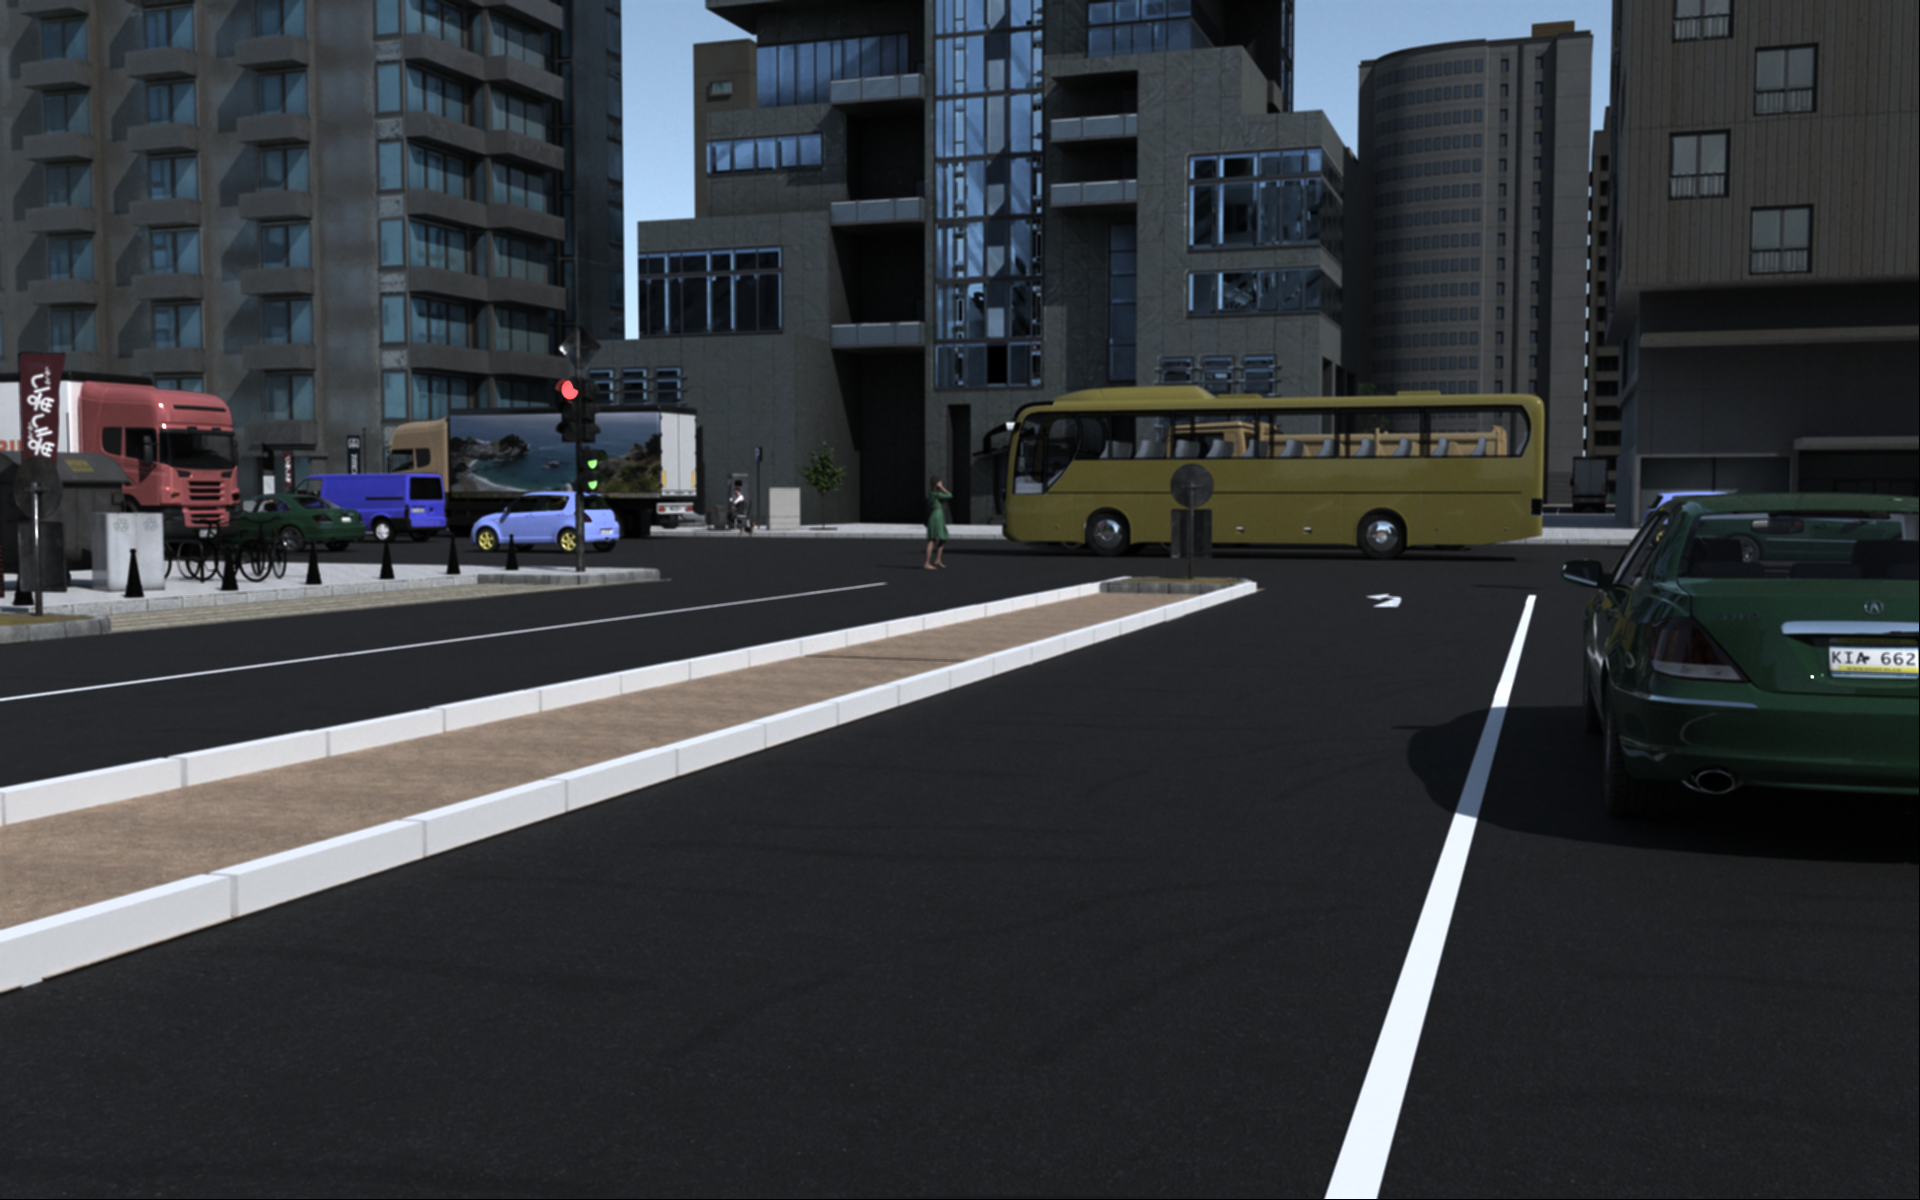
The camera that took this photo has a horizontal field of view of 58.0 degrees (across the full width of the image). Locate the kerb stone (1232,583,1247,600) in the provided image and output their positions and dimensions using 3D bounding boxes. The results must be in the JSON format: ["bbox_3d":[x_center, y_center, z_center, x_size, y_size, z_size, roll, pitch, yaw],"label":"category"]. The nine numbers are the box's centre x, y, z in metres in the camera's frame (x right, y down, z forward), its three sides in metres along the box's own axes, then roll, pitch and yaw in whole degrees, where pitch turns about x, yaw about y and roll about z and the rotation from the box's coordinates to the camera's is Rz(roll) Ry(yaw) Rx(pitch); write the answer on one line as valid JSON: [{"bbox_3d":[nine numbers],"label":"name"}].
[{"bbox_3d":[3.763,-0.099,23.814,0.120,0.150,1.000,1,4,19],"label":"kerb stone"}]

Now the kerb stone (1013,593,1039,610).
[{"bbox_3d":[0.748,0.040,21.548,0.120,0.150,1.000,1,4,19],"label":"kerb stone"}]

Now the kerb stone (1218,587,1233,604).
[{"bbox_3d":[3.421,-0.039,22.841,0.120,0.150,1.000,1,4,19],"label":"kerb stone"}]

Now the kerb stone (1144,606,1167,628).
[{"bbox_3d":[2.070,0.201,18.951,0.120,0.150,1.000,1,4,19],"label":"kerb stone"}]

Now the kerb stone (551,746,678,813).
[{"bbox_3d":[-1.653,0.852,8.268,0.120,0.150,1.000,1,4,19],"label":"kerb stone"}]

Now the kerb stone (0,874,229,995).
[{"bbox_3d":[-2.669,1.030,5.359,0.120,0.150,1.000,1,4,19],"label":"kerb stone"}]

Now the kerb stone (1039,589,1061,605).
[{"bbox_3d":[1.086,-0.020,22.516,0.120,0.150,1.000,1,4,19],"label":"kerb stone"}]

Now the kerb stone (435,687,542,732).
[{"bbox_3d":[-2.971,0.693,10.861,0.120,0.150,1.000,1,4,19],"label":"kerb stone"}]

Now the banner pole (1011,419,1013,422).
[{"bbox_3d":[1.930,-4.127,57.497,0.863,3.779,0.401,3,5,40],"label":"banner pole"}]

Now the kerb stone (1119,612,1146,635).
[{"bbox_3d":[1.733,0.260,17.972,0.120,0.150,1.000,1,4,19],"label":"kerb stone"}]

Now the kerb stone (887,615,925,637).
[{"bbox_3d":[-0.609,0.278,17.656,0.120,0.150,1.000,1,4,19],"label":"kerb stone"}]

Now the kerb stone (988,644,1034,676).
[{"bbox_3d":[0.376,0.496,14.091,0.120,0.150,1.000,1,4,19],"label":"kerb stone"}]

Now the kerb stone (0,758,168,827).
[{"bbox_3d":[-3.995,0.872,7.936,0.120,0.150,1.000,1,4,19],"label":"kerb stone"}]

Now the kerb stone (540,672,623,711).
[{"bbox_3d":[-2.629,0.634,11.828,0.120,0.150,1.000,1,4,19],"label":"kerb stone"}]

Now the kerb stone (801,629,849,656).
[{"bbox_3d":[-1.283,0.397,15.706,0.120,0.150,1.000,1,4,19],"label":"kerb stone"}]

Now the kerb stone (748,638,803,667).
[{"bbox_3d":[-1.622,0.456,14.738,0.120,0.150,1.000,1,4,19],"label":"kerb stone"}]

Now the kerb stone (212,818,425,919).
[{"bbox_3d":[-2.325,0.971,6.327,0.120,0.150,1.000,1,4,19],"label":"kerb stone"}]

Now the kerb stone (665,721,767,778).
[{"bbox_3d":[-1.314,0.796,9.239,0.120,0.150,1.000,1,4,19],"label":"kerb stone"}]

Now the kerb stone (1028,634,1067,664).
[{"bbox_3d":[0.716,0.437,15.059,0.120,0.150,1.000,1,4,19],"label":"kerb stone"}]

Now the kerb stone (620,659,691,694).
[{"bbox_3d":[-2.295,0.575,12.798,0.120,0.150,1.000,1,4,19],"label":"kerb stone"}]

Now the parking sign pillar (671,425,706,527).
[{"bbox_3d":[-10.740,-4.876,68.202,1.447,3.967,1.447,0,4,6],"label":"parking sign pillar"}]

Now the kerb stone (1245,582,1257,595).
[{"bbox_3d":[4.102,-0.157,24.789,0.120,0.150,1.000,1,4,19],"label":"kerb stone"}]

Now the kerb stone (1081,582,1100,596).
[{"bbox_3d":[1.764,-0.139,24.470,0.120,0.150,1.000,1,4,19],"label":"kerb stone"}]

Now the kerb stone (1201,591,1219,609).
[{"bbox_3d":[3.090,0.021,21.868,0.120,0.150,1.000,1,4,19],"label":"kerb stone"}]

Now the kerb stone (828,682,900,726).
[{"bbox_3d":[-0.640,0.676,11.177,0.120,0.150,1.000,1,4,19],"label":"kerb stone"}]

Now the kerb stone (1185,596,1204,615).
[{"bbox_3d":[2.752,0.083,20.900,0.120,0.150,1.000,1,4,19],"label":"kerb stone"}]

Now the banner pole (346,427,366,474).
[{"bbox_3d":[-22.571,-4.588,65.038,0.863,3.779,0.401,-2,4,-30],"label":"banner pole"}]

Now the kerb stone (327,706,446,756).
[{"bbox_3d":[-3.308,0.757,9.884,0.120,0.150,1.000,1,4,19],"label":"kerb stone"}]

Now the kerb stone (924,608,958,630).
[{"bbox_3d":[-0.266,0.220,18.624,0.120,0.150,1.000,1,4,19],"label":"kerb stone"}]

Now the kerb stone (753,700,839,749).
[{"bbox_3d":[-0.979,0.736,10.209,0.120,0.150,1.000,1,4,19],"label":"kerb stone"}]

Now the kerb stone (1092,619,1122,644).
[{"bbox_3d":[1.389,0.318,17.004,0.120,0.150,1.000,1,4,19],"label":"kerb stone"}]

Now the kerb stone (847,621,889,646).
[{"bbox_3d":[-0.948,0.337,16.678,0.120,0.150,1.000,1,4,19],"label":"kerb stone"}]

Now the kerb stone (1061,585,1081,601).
[{"bbox_3d":[1.424,-0.079,23.491,0.120,0.150,1.000,1,4,19],"label":"kerb stone"}]

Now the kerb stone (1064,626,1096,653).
[{"bbox_3d":[1.051,0.377,16.035,0.120,0.150,1.000,1,4,19],"label":"kerb stone"}]

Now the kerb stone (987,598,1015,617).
[{"bbox_3d":[0.415,0.102,20.572,0.120,0.150,1.000,1,4,19],"label":"kerb stone"}]

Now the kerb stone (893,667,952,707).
[{"bbox_3d":[-0.297,0.615,12.144,0.120,0.150,1.000,1,4,19],"label":"kerb stone"}]

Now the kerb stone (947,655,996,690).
[{"bbox_3d":[0.039,0.557,13.118,0.120,0.150,1.000,1,4,19],"label":"kerb stone"}]

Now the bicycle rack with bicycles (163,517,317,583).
[{"bbox_3d":[-11.020,-0.776,26.069,2.925,0.926,2.852,3,5,42],"label":"bicycle rack with bicycles"}]

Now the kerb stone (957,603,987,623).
[{"bbox_3d":[0.065,0.159,19.595,0.120,0.150,1.000,1,4,19],"label":"kerb stone"}]

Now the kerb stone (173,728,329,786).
[{"bbox_3d":[-3.651,0.812,8.917,0.120,0.150,1.000,1,4,19],"label":"kerb stone"}]

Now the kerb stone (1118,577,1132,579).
[{"bbox_3d":[2.441,-0.258,26.417,0.120,0.150,1.000,1,4,19],"label":"kerb stone"}]

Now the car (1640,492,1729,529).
[{"bbox_3d":[19.603,-2.156,44.846,3.694,1.707,1.945,1,4,18],"label":"car"}]

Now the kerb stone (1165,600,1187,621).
[{"bbox_3d":[2.416,0.139,19.917,0.120,0.150,1.000,1,4,19],"label":"kerb stone"}]

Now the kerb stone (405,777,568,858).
[{"bbox_3d":[-1.988,0.911,7.299,0.120,0.150,1.000,1,4,19],"label":"kerb stone"}]

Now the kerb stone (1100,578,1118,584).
[{"bbox_3d":[2.105,-0.192,25.448,0.120,0.150,1.000,1,4,19],"label":"kerb stone"}]

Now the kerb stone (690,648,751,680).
[{"bbox_3d":[-1.955,0.517,13.766,0.120,0.150,1.000,1,4,19],"label":"kerb stone"}]
